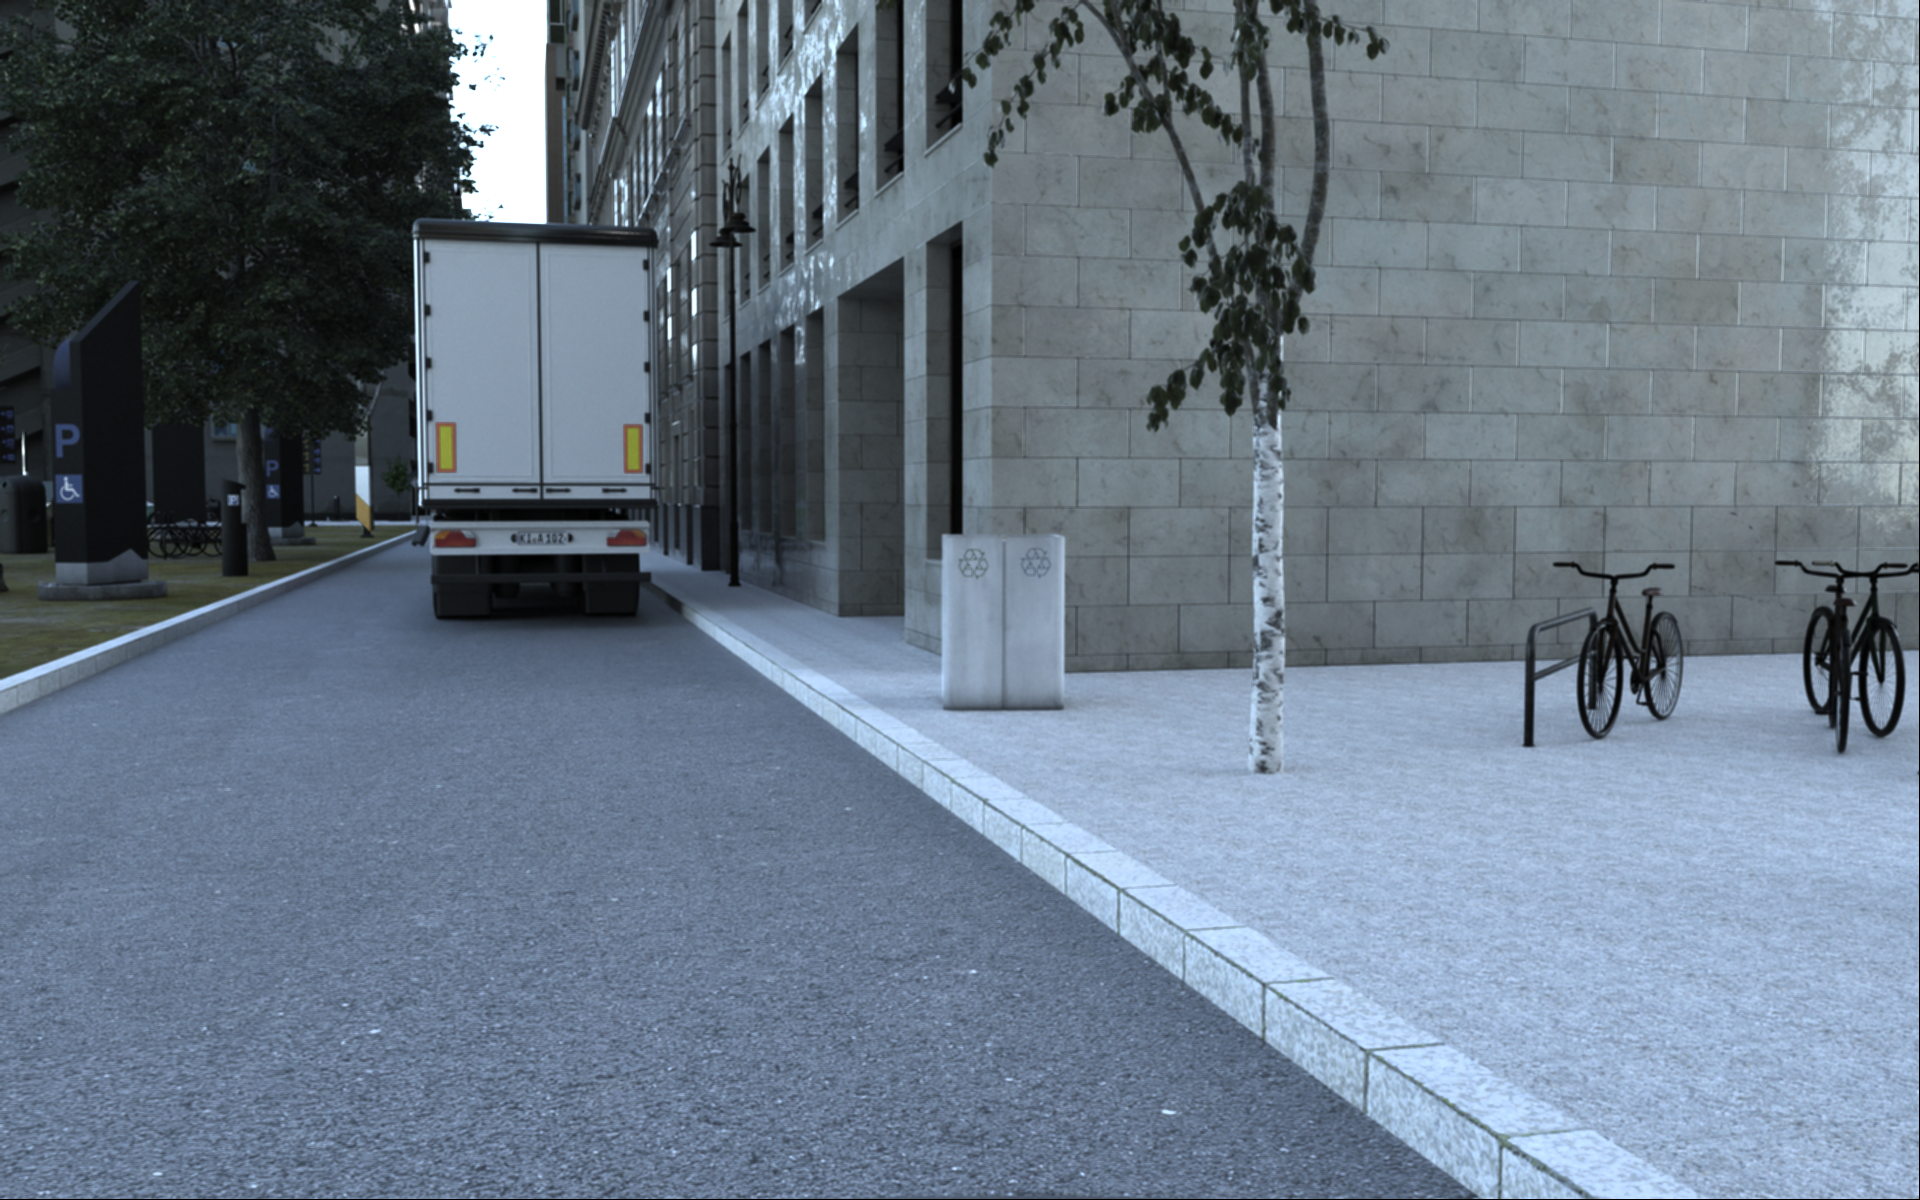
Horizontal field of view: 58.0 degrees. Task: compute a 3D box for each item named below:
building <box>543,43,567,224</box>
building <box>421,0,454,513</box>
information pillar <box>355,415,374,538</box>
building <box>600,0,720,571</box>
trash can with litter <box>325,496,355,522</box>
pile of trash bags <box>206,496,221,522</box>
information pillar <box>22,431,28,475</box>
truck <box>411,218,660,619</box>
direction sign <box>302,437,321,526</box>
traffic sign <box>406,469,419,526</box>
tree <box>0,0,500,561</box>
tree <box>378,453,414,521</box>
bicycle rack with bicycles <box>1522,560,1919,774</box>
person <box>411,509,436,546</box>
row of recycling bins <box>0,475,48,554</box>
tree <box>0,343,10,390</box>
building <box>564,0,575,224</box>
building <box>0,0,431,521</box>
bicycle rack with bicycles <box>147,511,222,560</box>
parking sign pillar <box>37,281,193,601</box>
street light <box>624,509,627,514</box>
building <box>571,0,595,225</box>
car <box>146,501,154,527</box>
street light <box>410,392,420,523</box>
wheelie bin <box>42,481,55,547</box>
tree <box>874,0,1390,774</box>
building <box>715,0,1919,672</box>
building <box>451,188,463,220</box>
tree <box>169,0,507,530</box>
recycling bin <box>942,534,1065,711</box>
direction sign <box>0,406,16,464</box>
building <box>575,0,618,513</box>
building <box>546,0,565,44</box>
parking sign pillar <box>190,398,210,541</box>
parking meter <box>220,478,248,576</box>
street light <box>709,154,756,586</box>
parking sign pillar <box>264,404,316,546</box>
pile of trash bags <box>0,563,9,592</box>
[{"bbox_3d":[-33.739,-31.881,171.371,14.600,45.320,14.200,-1,4,-14],"label":"building"},{"bbox_3d":[-47.557,-30.780,122.861,23.786,49.044,30.456,-1,4,-14],"label":"building"},{"bbox_3d":[-17.630,-3.659,51.181,0.504,3.616,0.183,1,4,17],"label":"information pillar"},{"bbox_3d":[-1.857,-14.918,41.174,12.463,27.353,25.104,-1,4,-14],"label":"building"},{"bbox_3d":[-29.063,-4.260,80.708,1.678,1.210,2.233,-2,4,-32],"label":"trash can with litter"},{"bbox_3d":[-34.530,-4.316,80.315,3.447,1.369,1.912,0,4,8],"label":"pile of trash bags"},{"bbox_3d":[-34.695,-4.462,64.308,0.183,3.616,0.504,-2,4,-35],"label":"information pillar"},{"bbox_3d":[-5.819,-2.105,23.335,2.839,4.237,11.283,-1,4,-15],"label":"truck"},{"bbox_3d":[-25.690,-4.690,68.685,0.876,3.537,0.379,1,4,21],"label":"direction sign"},{"bbox_3d":[-21.810,-4.027,69.480,0.795,2.450,0.064,-1,4,-14],"label":"traffic sign"},{"bbox_3d":[-13.524,-7.715,32.801,9.857,13.997,8.962,0,3,0],"label":"tree"},{"bbox_3d":[-26.263,-5.312,81.450,1.663,3.219,1.824,0,3,0],"label":"tree"},{"bbox_3d":[4.289,0.258,9.169,2.852,0.926,2.925,2,4,31],"label":"bicycle rack with bicycles"},{"bbox_3d":[-14.637,-2.416,48.227,0.699,1.804,1.509,2,4,35],"label":"person"},{"bbox_3d":[-21.040,-1.918,38.479,1.069,1.692,3.534,-3,4,-38],"label":"row of recycling bins"},{"bbox_3d":[-30.155,-6.128,50.548,4.360,8.622,3.978,0,3,0],"label":"tree"},{"bbox_3d":[-22.605,-27.377,131.210,14.154,41.232,14.086,-1,4,-14],"label":"building"},{"bbox_3d":[-39.531,-28.512,89.867,21.300,48.544,21.600,-1,4,-14],"label":"building"},{"bbox_3d":[-15.513,-1.322,34.997,2.925,0.926,2.852,-2,4,-34],"label":"bicycle rack with bicycles"},{"bbox_3d":[-10.607,-2.010,21.338,1.447,3.967,1.447,0,4,6],"label":"parking sign pillar"},{"bbox_3d":[-9.237,-4.573,47.550,0.468,5.910,1.993,-1,4,-14],"label":"street light"},{"bbox_3d":[-9.782,-28.678,92.590,21.600,48.544,21.300,-1,4,-14],"label":"building"},{"bbox_3d":[-33.689,-3.548,69.807,4.920,1.459,2.131,-1,4,-14],"label":"car"},{"bbox_3d":[-24.261,-6.391,77.276,0.468,5.910,1.993,-1,4,-14],"label":"street light"},{"bbox_3d":[-22.013,-2.086,42.022,0.980,1.594,0.693,1,4,19],"label":"wheelie bin"},{"bbox_3d":[1.180,-3.509,7.740,4.360,8.622,3.978,0,3,0],"label":"tree"},{"bbox_3d":[3.164,-10.171,21.053,10.420,20.320,16.860,-1,4,-14],"label":"building"},{"bbox_3d":[-51.823,-23.462,155.313,14.160,30.474,14.107,-1,4,-14],"label":"building"},{"bbox_3d":[-21.798,-12.469,59.750,12.611,20.169,13.585,0,3,0],"label":"tree"},{"bbox_3d":[0.254,0.120,10.596,0.722,1.027,0.722,0,4,-1],"label":"recycling bin"},{"bbox_3d":[-24.755,-3.212,44.515,0.876,3.537,0.379,-2,4,-34],"label":"direction sign"},{"bbox_3d":[-8.116,-12.114,62.694,10.561,19.102,19.286,-1,4,-14],"label":"building"},{"bbox_3d":[-46.998,-49.276,243.917,20.611,71.187,20.563,-1,4,-14],"label":"building"},{"bbox_3d":[-21.383,-3.605,47.419,1.447,3.967,1.447,-1,4,-23],"label":"parking sign pillar"},{"bbox_3d":[-11.368,-1.145,27.124,0.372,1.533,0.369,0,3,0],"label":"parking meter"},{"bbox_3d":[-3.143,-3.131,23.978,0.468,5.910,1.993,-1,4,-14],"label":"street light"},{"bbox_3d":[-17.015,-3.370,43.580,1.447,3.967,1.447,0,4,3],"label":"parking sign pillar"},{"bbox_3d":[-13.026,-0.701,21.219,1.912,1.369,3.447,-1,4,-15],"label":"pile of trash bags"}]
